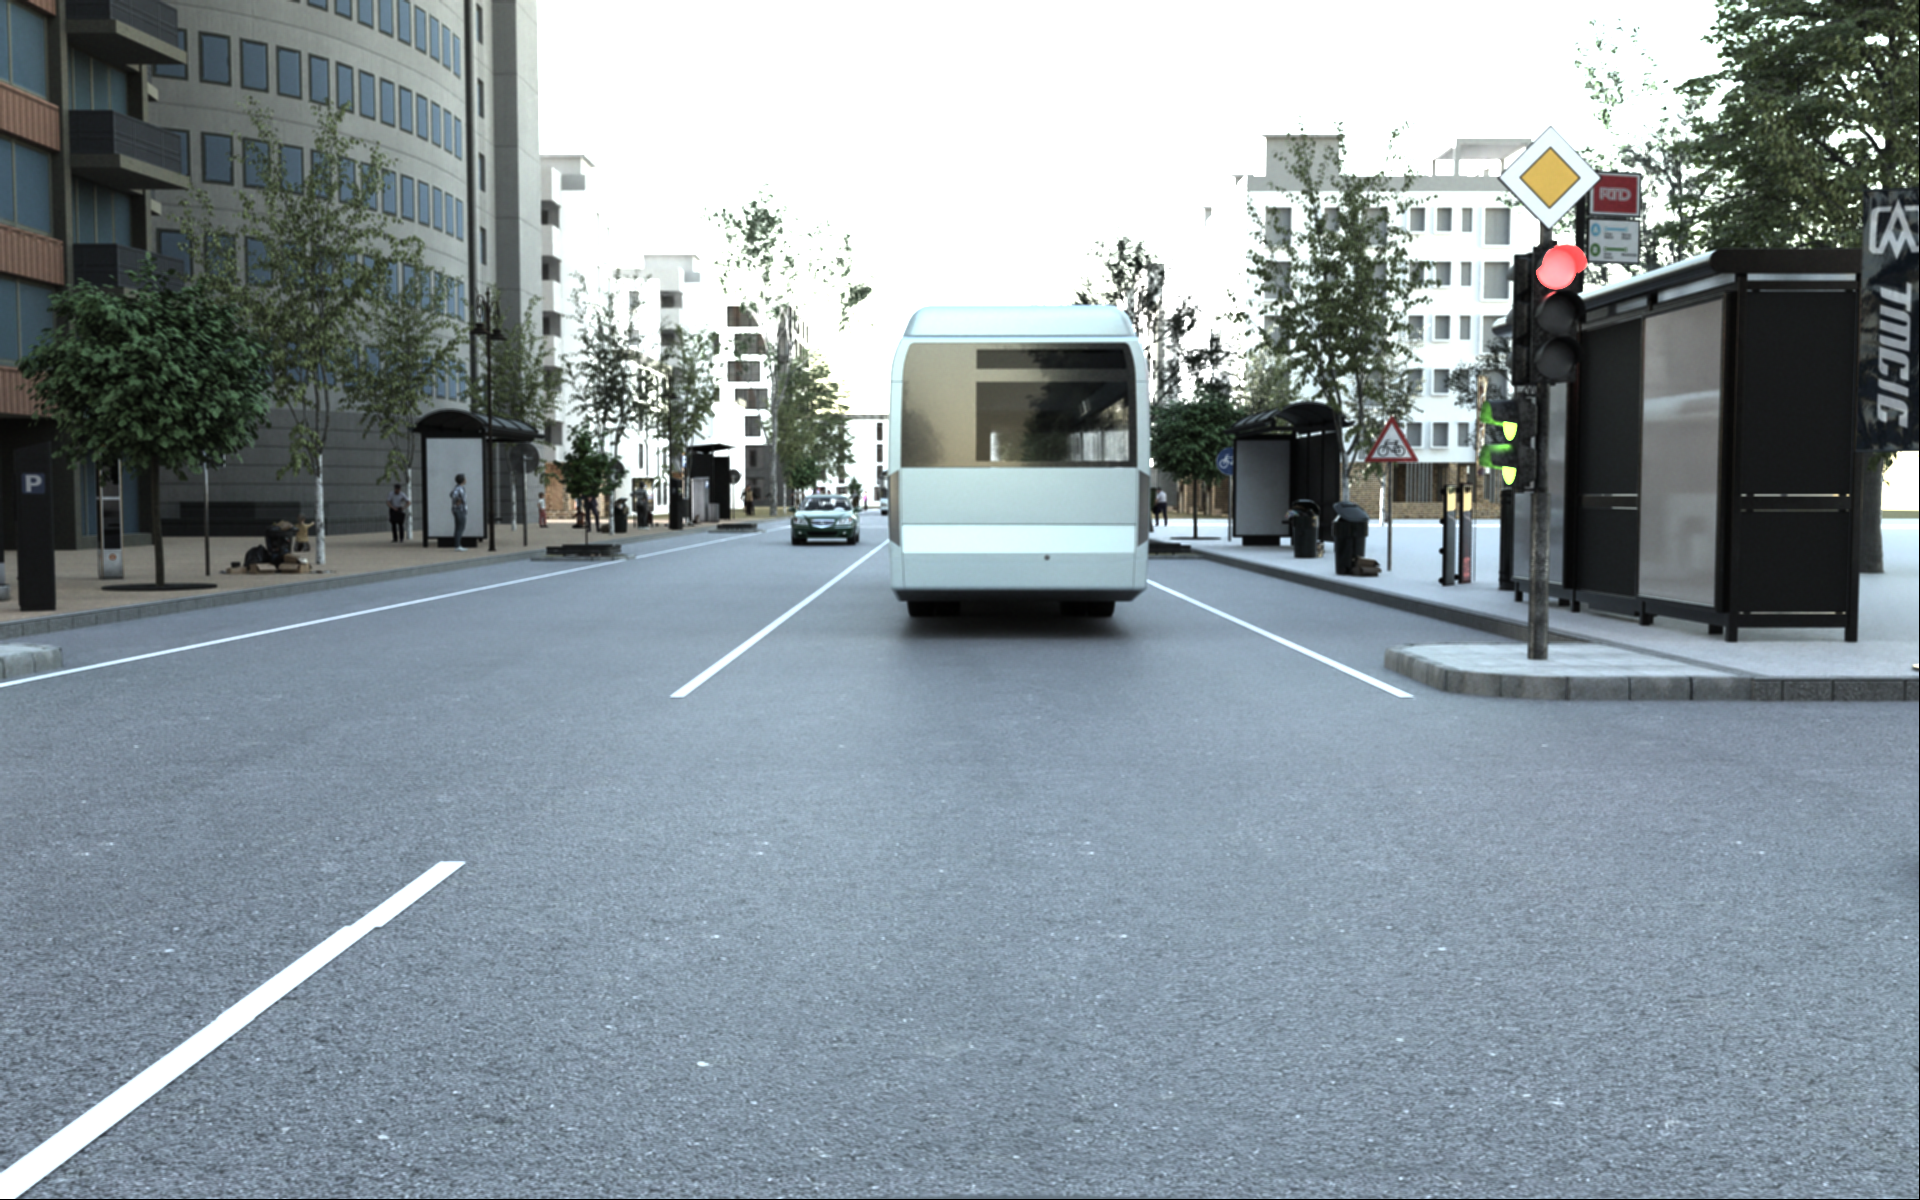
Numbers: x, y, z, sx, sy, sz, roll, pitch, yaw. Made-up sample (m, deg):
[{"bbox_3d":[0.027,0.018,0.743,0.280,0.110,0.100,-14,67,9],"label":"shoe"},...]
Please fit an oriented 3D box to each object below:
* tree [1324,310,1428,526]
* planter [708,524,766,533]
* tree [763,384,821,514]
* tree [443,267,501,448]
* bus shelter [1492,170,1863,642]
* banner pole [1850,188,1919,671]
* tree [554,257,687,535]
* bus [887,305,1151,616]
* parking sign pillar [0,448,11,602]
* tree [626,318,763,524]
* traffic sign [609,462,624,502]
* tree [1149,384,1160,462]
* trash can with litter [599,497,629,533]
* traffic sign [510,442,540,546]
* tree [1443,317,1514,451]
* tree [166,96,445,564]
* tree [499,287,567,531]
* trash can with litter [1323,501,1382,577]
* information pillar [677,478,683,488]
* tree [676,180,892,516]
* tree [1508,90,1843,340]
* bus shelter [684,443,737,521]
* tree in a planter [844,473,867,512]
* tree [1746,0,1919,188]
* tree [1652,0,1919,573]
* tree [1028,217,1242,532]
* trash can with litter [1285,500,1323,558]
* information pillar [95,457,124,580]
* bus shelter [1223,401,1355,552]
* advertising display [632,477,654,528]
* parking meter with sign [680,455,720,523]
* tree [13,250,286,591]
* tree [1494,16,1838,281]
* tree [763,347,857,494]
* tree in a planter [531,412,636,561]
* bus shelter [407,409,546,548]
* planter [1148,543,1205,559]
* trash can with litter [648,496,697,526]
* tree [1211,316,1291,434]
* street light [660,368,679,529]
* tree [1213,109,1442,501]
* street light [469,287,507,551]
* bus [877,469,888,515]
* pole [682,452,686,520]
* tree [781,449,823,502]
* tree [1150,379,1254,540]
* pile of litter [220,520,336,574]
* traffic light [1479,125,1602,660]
[{"bbox_3d":[16.952,-7.297,69.660,4.360,8.622,3.978,0,3,0],"label":"tree"},{"bbox_3d":[-8.334,-2.686,65.062,1.991,0.319,1.994,0,4,0],"label":"planter"},{"bbox_3d":[-11.311,-10.002,113.899,4.737,8.622,4.395,0,3,0],"label":"tree"},{"bbox_3d":[-15.921,-6.035,49.039,4.737,8.622,4.395,0,3,0],"label":"tree"},{"bbox_3d":[7.435,-2.537,19.116,2.179,5.291,8.768,0,4,0],"label":"bus shelter"},{"bbox_3d":[6.907,-1.375,12.503,0.863,3.779,0.401,1,4,16],"label":"banner pole"},{"bbox_3d":[-10.935,-6.385,54.756,4.360,8.622,3.978,0,3,0],"label":"tree"},{"bbox_3d":[0.620,-1.751,23.487,2.948,3.499,13.247,0,4,0],"label":"bus"},{"bbox_3d":[-12.160,-1.963,20.567,1.447,3.967,1.447,-3,4,-36],"label":"parking sign pillar"},{"bbox_3d":[-11.599,-7.461,72.343,4.737,8.622,4.395,0,3,0],"label":"tree"},{"bbox_3d":[-12.938,-3.959,64.838,0.768,2.556,0.104,0,4,5],"label":"traffic sign"},{"bbox_3d":[7.377,-11.230,100.619,9.611,12.733,9.660,0,3,0],"label":"tree"},{"bbox_3d":[-11.471,-2.805,57.254,1.055,1.170,0.624,2,4,25],"label":"trash can with litter"},{"bbox_3d":[-10.729,-2.604,42.686,0.768,2.556,0.104,0,4,6],"label":"traffic sign"},{"bbox_3d":[28.158,-9.172,84.380,8.767,10.594,7.601,-1,4,-13],"label":"tree"},{"bbox_3d":[-11.944,-4.956,31.400,4.737,8.622,4.395,0,3,0],"label":"tree"},{"bbox_3d":[-15.522,-6.704,59.981,4.737,8.622,4.395,0,3,0],"label":"tree"},{"bbox_3d":[6.321,-0.976,27.337,0.624,1.170,1.055,-1,4,-17],"label":"trash can with litter"},{"bbox_3d":[-12.885,-4.584,79.435,0.304,2.012,0.304,1,4,9],"label":"information pillar"},{"bbox_3d":[-10.458,-15.111,102.962,12.611,20.169,13.585,0,3,0],"label":"tree"},{"bbox_3d":[22.321,-8.777,53.868,12.009,13.543,11.850,0,3,0],"label":"tree"},{"bbox_3d":[-11.890,-5.604,82.911,1.731,3.624,6.357,0,4,0],"label":"bus shelter"},{"bbox_3d":[-8.699,-8.881,142.425,1.991,3.239,1.994,0,4,0],"label":"tree in a planter"},{"bbox_3d":[11.537,-4.235,19.608,4.737,8.622,4.395,0,3,0],"label":"tree"},{"bbox_3d":[14.951,-6.690,27.501,7.486,12.596,7.792,0,3,0],"label":"tree"},{"bbox_3d":[6.161,-7.585,58.434,7.601,10.594,8.767,3,5,44],"label":"tree"},{"bbox_3d":[7.009,-1.447,35.042,0.624,1.170,1.055,2,4,26],"label":"trash can with litter"},{"bbox_3d":[-12.807,-1.320,26.070,0.304,2.012,0.304,-3,4,-37],"label":"information pillar"},{"bbox_3d":[7.590,-2.853,40.570,2.014,3.302,5.546,0,4,0],"label":"bus shelter"},{"bbox_3d":[-12.206,-3.763,66.734,0.123,1.923,0.974,3,5,40],"label":"advertising display"},{"bbox_3d":[-11.622,-4.973,77.565,1.738,3.016,0.543,1,4,20],"label":"parking meter with sign"},{"bbox_3d":[-10.957,-2.436,23.550,4.285,4.588,4.351,0,3,0],"label":"tree"},{"bbox_3d":[27.623,-13.120,70.402,12.611,20.169,13.585,0,3,0],"label":"tree"},{"bbox_3d":[-11.658,-13.181,133.641,7.486,12.596,7.792,0,3,0],"label":"tree"},{"bbox_3d":[-8.214,-2.493,37.984,1.991,3.239,1.994,0,4,0],"label":"tree in a planter"},{"bbox_3d":[-12.149,-3.062,43.983,2.014,3.302,5.546,0,4,0],"label":"bus shelter"},{"bbox_3d":[4.398,-1.098,39.096,1.991,0.319,1.994,0,4,0],"label":"planter"},{"bbox_3d":[-11.433,-3.542,68.977,2.233,1.210,1.678,-1,4,-23],"label":"trash can with litter"},{"bbox_3d":[11.700,-7.339,70.363,4.360,8.622,3.978,0,3,0],"label":"tree"},{"bbox_3d":[-10.657,-5.556,63.630,0.468,5.910,1.993,0,4,0],"label":"street light"},{"bbox_3d":[7.164,-5.033,32.656,4.737,8.622,4.395,0,3,0],"label":"tree"},{"bbox_3d":[-10.547,-4.041,38.865,0.468,5.910,1.993,0,4,0],"label":"street light"},{"bbox_3d":[-4.305,-7.766,121.835,2.948,3.499,13.247,0,4,-2],"label":"bus"},{"bbox_3d":[-13.431,-5.547,84.538,0.158,3.312,0.155,0,3,0],"label":"pole"},{"bbox_3d":[-11.670,-8.775,127.181,4.285,4.588,4.351,0,3,0],"label":"tree"},{"bbox_3d":[6.812,-4.018,49.414,4.285,4.588,4.351,0,3,0],"label":"tree"},{"bbox_3d":[-11.076,-0.865,28.108,1.719,0.858,1.176,1,4,8],"label":"pile of litter"},{"bbox_3d":[4.477,-1.495,13.369,0.839,4.253,0.868,0,4,0],"label":"traffic light"}]
